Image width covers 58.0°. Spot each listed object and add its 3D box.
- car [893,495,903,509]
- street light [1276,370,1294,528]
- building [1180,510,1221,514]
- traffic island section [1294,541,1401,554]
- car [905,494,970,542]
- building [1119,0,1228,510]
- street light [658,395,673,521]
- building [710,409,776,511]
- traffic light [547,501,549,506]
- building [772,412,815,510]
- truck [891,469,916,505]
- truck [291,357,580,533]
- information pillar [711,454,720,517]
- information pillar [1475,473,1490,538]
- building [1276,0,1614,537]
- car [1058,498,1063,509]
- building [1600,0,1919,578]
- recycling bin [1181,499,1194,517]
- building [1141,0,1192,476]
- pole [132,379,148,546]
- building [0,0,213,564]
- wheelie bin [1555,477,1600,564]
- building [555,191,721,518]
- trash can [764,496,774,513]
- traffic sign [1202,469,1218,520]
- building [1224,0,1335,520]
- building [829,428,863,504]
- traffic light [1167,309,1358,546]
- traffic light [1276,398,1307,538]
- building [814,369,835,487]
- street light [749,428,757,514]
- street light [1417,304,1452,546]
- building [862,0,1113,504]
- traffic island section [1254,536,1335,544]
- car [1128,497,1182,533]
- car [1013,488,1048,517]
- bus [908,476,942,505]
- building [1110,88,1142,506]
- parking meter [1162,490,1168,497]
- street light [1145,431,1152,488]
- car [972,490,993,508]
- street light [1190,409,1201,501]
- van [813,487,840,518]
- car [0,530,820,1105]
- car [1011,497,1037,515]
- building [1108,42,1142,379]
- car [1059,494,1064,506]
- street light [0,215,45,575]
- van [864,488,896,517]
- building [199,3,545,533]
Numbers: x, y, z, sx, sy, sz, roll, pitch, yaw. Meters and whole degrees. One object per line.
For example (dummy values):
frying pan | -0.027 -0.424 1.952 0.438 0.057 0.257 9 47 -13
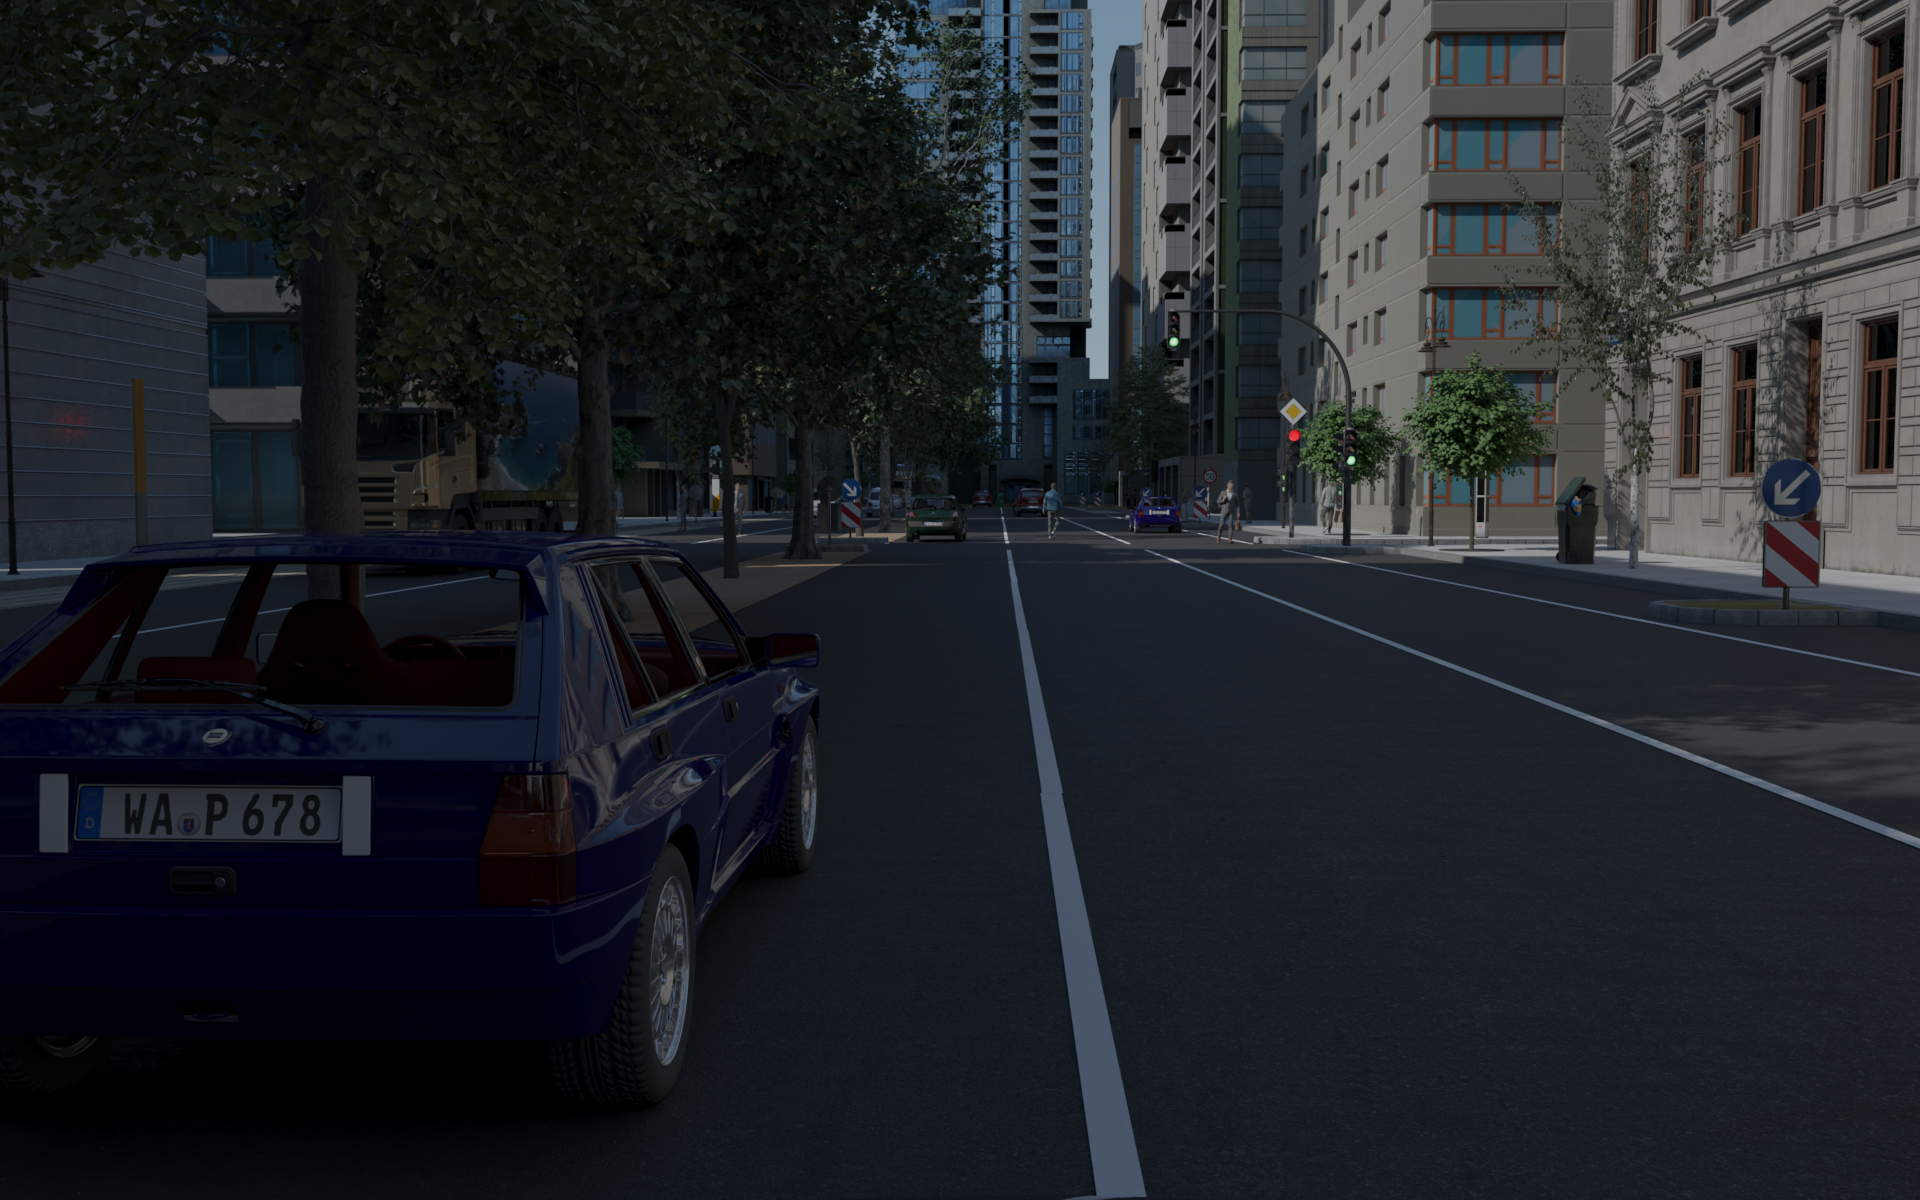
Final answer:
car | -6.446 -9.258 163.722 2.083 1.381 4.827 0 4 2
street light | 12.095 -5.615 64.597 0.468 5.910 1.993 0 4 1
building | 24.450 -41.327 113.945 20.563 71.187 20.611 0 4 1
traffic island section | 9.582 -1.259 42.874 2.009 0.180 2.903 0 4 1
car | -0.704 -2.642 52.984 2.009 1.686 4.222 0 4 3
building | 27.039 -44.959 173.325 20.563 71.187 20.611 0 4 1
street light | -13.749 -6.624 81.089 0.468 5.910 1.993 0 4 1
building | -22.107 -29.586 133.836 14.600 45.320 14.200 0 4 1
traffic light | -10.343 -4.681 51.207 4.771 5.953 1.251 0 4 1
building | -24.591 -32.291 151.664 21.300 48.544 21.600 0 4 1
truck | -6.167 -12.645 195.663 2.839 4.237 11.283 0 4 0
truck | -9.968 -2.776 34.298 2.839 4.237 11.283 0 4 1
information pillar | -13.633 -6.444 96.715 0.504 3.616 0.183 2 4 28
information pillar | 15.180 -2.802 50.301 0.304 2.012 0.304 3 4 38
building | 28.724 -13.460 65.108 28.899 21.520 27.650 0 4 1
car | 9.255 -9.825 172.646 2.014 1.417 4.499 0 4 3
building | 19.755 -11.838 29.701 11.583 22.565 21.152 0 4 1
recycling bin | 12.856 -5.205 97.651 0.722 1.027 0.722 1 4 9
building | 30.239 -34.281 149.731 28.713 52.752 27.495 0 4 1
pole | -14.562 -2.258 30.763 0.158 3.312 0.155 0 3 0
building | -29.168 -11.775 34.326 24.055 21.916 13.314 0 4 1
wheelie bin | 11.382 -1.468 31.918 0.693 1.594 0.980 0 4 2
building | -26.406 -27.589 105.697 22.147 44.769 28.867 0 4 1
trash can | -12.894 -6.443 117.002 0.748 1.137 0.748 0 3 0
traffic sign | 12.576 -5.326 87.182 0.768 2.556 0.104 0 4 5
building | 20.650 -24.834 89.637 14.154 41.232 14.086 0 4 1
building | -23.667 -32.741 227.195 23.993 40.220 32.217 0 4 1
traffic light | 7.449 -4.159 42.666 4.771 5.953 1.251 0 4 1
traffic light | 9.719 -3.781 50.744 0.839 4.253 0.868 0 4 1
building | -27.396 -36.448 185.157 27.495 52.752 28.713 0 4 1
street light | -13.192 -8.409 110.270 0.468 5.910 1.993 0 4 1
street light | 11.563 -4.255 42.352 0.468 5.910 1.993 0 4 1
building | 3.742 -55.589 221.549 31.000 86.520 22.319 0 4 1
traffic island section | 9.759 -1.748 50.857 2.009 0.180 2.903 0 4 1
car | 7.268 -3.177 64.531 1.945 1.354 3.894 0 4 2
car | 4.548 -6.204 110.112 2.281 1.827 5.304 0 3 0
bus | -3.318 -10.611 168.351 2.948 3.499 13.247 0 4 2
building | 24.095 -33.151 192.123 14.600 45.320 14.200 0 4 1
parking meter | 13.403 -6.406 113.145 0.372 1.533 0.369 0 3 0
street light | 13.528 -9.286 124.617 0.468 5.910 1.993 0 4 1
car | 2.373 -10.775 184.839 2.281 1.827 5.304 0 4 0
street light | 12.834 -7.448 94.567 0.468 5.910 1.993 0 4 1
van | -7.923 -5.730 100.704 2.013 2.044 4.112 0 4 0
car | -1.470 0.437 5.440 1.945 1.354 3.894 0 4 3
car | 4.591 -6.723 122.496 1.945 1.354 3.894 0 4 2
building | 33.542 -41.458 219.829 28.212 58.520 21.231 0 4 1
car | 10.026 -10.554 182.782 2.015 1.641 3.980 0 4 2
street light | -15.073 -3.340 27.400 0.468 5.910 1.993 0 4 1
van | -5.097 -6.354 110.899 2.013 2.044 4.112 0 3 0
building | -29.235 -27.426 68.028 23.786 49.044 30.456 0 4 1
